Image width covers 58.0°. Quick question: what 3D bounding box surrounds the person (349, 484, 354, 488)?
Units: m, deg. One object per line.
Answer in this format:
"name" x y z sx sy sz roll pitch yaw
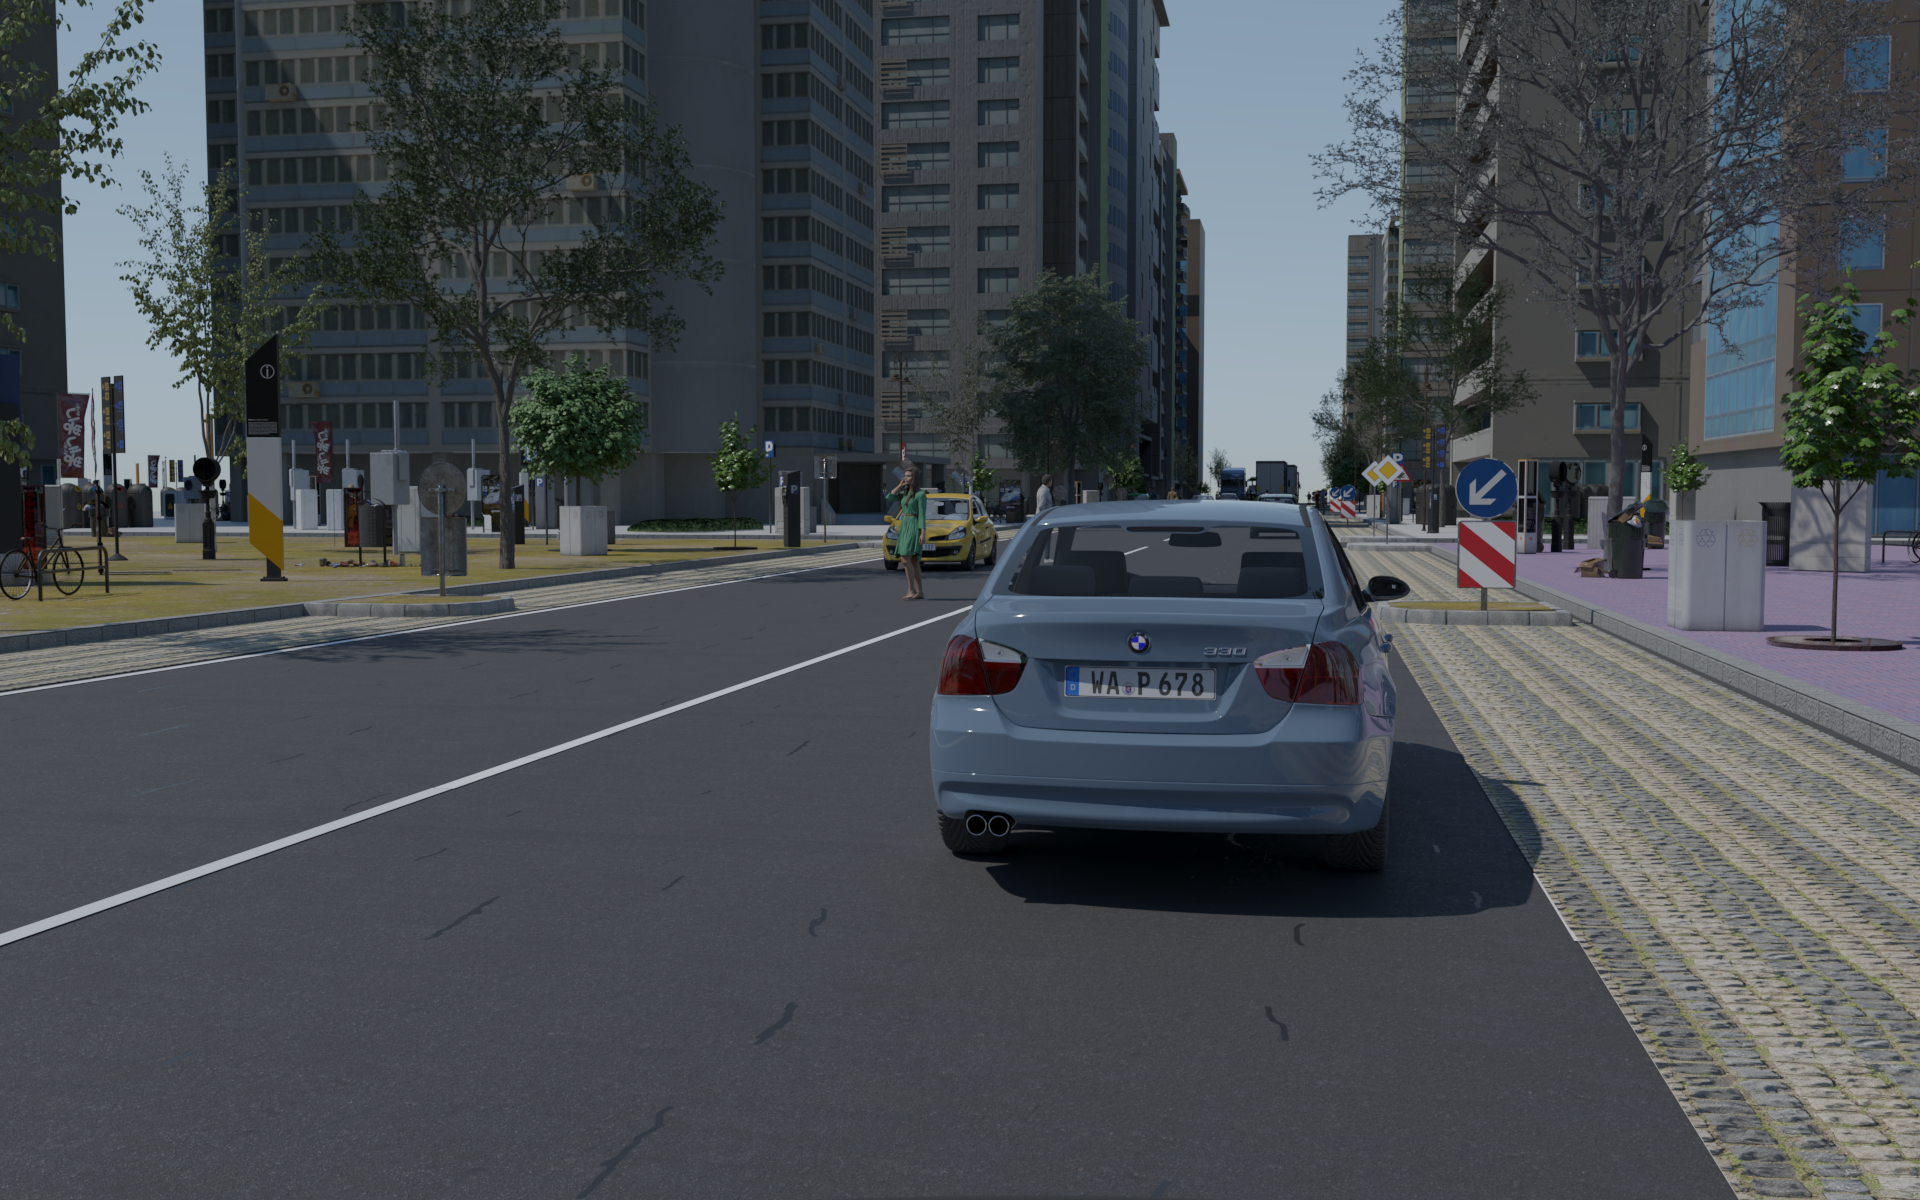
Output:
"person" -18.470 -2.689 53.130 0.598 1.740 0.731 0 4 -3

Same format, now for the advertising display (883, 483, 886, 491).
"advertising display" -4.190 -5.921 102.024 0.974 1.923 0.123 0 4 4

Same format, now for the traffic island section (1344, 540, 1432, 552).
"traffic island section" 10.935 -1.345 44.275 2.009 0.180 2.903 1 4 11

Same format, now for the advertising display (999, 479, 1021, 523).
"advertising display" 2.186 -4.306 75.625 0.974 1.923 0.123 -1 4 -15

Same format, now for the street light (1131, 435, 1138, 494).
"street light" 13.210 -9.705 131.460 0.468 5.910 1.993 1 4 11

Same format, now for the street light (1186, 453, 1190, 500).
"street light" 25.756 -13.610 195.314 0.468 5.910 1.993 1 4 11

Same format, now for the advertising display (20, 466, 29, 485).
"advertising display" -17.468 -1.623 31.757 0.123 1.923 0.974 1 4 13

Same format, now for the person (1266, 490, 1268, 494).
"person" 23.592 -7.558 132.788 1.217 1.736 0.721 3 5 44

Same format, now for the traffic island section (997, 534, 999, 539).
"traffic island section" 0.071 -1.973 54.544 2.009 0.180 2.903 1 4 11

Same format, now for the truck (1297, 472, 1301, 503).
"truck" 42.256 -14.271 222.250 2.839 4.237 11.283 1 4 12

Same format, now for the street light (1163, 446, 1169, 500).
"street light" 19.412 -11.659 163.419 0.468 5.910 1.993 1 4 11

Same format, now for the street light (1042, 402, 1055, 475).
"street light" 4.454 -7.010 87.406 0.468 5.910 1.993 1 4 11

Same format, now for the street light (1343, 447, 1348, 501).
"street light" 37.122 -11.873 166.919 0.468 5.910 1.993 1 4 11

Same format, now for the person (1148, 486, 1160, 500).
"person" 9.656 -4.832 87.493 0.794 1.824 0.713 -2 4 -27

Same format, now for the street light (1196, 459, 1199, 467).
"street light" 28.967 -14.615 211.746 0.468 5.910 1.993 1 4 11

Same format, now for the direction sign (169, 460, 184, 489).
"direction sign" -51.697 -7.481 114.316 0.876 3.537 0.379 0 4 -6

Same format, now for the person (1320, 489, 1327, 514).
"person" 26.095 -7.070 124.289 0.583 1.804 0.606 1 4 19

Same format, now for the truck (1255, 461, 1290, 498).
"truck" 27.214 -9.906 150.880 2.839 4.237 11.283 1 4 12

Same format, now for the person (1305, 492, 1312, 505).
"person" 44.363 -12.947 220.712 0.750 1.759 0.617 -3 4 -36

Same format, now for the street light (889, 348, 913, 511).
"street light" -1.871 -5.031 55.039 0.468 5.910 1.993 1 4 11

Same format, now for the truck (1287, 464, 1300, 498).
"truck" 31.724 -11.054 169.639 2.839 4.237 11.283 1 4 12

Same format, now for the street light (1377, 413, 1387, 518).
"street light" 22.542 -7.331 92.650 0.468 5.910 1.993 1 4 11

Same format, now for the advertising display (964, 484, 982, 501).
"advertising display" 0.572 -4.286 75.287 0.974 1.923 0.123 3 5 44

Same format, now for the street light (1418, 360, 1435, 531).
"street light" 16.100 -5.329 59.914 0.468 5.910 1.993 1 4 11

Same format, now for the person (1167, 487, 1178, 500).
"person" 12.491 -5.679 101.268 0.656 1.842 0.836 -1 4 -22

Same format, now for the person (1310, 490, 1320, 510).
"person" 26.443 -7.311 128.554 1.217 1.766 0.721 -2 4 -30

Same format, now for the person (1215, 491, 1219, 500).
"person" 32.786 -12.978 220.693 0.705 1.824 1.348 -1 4 -16

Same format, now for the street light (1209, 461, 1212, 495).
"street light" 35.221 -16.567 243.658 0.468 5.910 1.993 1 4 11

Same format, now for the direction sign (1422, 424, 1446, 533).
"direction sign" 15.415 -3.940 56.415 0.379 3.537 0.876 -3 5 -40

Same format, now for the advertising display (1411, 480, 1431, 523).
"advertising display" 20.538 -4.399 77.134 0.974 1.923 0.123 -2 4 -24

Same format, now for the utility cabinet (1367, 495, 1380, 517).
"utility cabinet" 23.342 -5.271 97.341 0.306 1.237 1.020 -3 4 -36

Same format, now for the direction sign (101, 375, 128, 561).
"direction sign" -16.264 -2.528 33.324 0.876 3.537 0.379 3 5 39

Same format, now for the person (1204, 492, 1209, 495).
"person" 28.583 -11.711 200.782 0.742 1.727 0.445 2 4 27

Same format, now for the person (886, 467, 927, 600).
"person" -0.632 -0.896 23.395 0.600 1.795 0.529 3 5 39

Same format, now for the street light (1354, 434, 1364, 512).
"street light" 28.814 -9.292 124.716 0.468 5.910 1.993 1 4 11

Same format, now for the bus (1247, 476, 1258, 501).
"bus" 41.960 -15.435 243.906 2.896 3.916 12.252 1 4 13

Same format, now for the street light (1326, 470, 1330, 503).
"street light" 59.689 -18.895 281.720 0.468 5.910 1.993 1 4 11

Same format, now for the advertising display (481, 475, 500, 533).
"advertising display" -15.436 -3.209 57.682 0.974 1.923 0.123 -1 4 -23

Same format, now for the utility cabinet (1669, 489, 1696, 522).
"utility cabinet" 27.103 -3.441 64.935 1.173 1.500 0.318 -2 4 -32

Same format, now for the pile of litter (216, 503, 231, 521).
"pile of litter" -35.105 -4.169 82.126 1.176 0.858 1.719 2 4 31

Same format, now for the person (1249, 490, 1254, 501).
"person" 26.030 -8.954 154.902 0.705 1.822 1.348 1 4 21

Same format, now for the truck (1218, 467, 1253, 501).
"truck" 28.966 -11.689 180.876 2.967 4.110 18.799 1 4 12

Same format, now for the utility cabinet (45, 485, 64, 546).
"utility cabinet" -22.579 -2.055 42.276 1.173 1.500 0.318 -1 4 -14

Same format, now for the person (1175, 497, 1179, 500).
"person" 8.347 -3.298 66.695 0.640 1.303 0.475 3 5 44

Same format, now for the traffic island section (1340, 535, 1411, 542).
"traffic island section" 12.475 -1.824 52.111 2.009 0.180 2.903 1 4 11

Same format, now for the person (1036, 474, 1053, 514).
"person" 1.671 -1.696 36.068 0.795 1.843 0.661 0 4 3

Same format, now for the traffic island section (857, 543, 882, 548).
"traffic island section" -1.469 -1.494 46.708 2.009 0.180 2.903 1 4 11
